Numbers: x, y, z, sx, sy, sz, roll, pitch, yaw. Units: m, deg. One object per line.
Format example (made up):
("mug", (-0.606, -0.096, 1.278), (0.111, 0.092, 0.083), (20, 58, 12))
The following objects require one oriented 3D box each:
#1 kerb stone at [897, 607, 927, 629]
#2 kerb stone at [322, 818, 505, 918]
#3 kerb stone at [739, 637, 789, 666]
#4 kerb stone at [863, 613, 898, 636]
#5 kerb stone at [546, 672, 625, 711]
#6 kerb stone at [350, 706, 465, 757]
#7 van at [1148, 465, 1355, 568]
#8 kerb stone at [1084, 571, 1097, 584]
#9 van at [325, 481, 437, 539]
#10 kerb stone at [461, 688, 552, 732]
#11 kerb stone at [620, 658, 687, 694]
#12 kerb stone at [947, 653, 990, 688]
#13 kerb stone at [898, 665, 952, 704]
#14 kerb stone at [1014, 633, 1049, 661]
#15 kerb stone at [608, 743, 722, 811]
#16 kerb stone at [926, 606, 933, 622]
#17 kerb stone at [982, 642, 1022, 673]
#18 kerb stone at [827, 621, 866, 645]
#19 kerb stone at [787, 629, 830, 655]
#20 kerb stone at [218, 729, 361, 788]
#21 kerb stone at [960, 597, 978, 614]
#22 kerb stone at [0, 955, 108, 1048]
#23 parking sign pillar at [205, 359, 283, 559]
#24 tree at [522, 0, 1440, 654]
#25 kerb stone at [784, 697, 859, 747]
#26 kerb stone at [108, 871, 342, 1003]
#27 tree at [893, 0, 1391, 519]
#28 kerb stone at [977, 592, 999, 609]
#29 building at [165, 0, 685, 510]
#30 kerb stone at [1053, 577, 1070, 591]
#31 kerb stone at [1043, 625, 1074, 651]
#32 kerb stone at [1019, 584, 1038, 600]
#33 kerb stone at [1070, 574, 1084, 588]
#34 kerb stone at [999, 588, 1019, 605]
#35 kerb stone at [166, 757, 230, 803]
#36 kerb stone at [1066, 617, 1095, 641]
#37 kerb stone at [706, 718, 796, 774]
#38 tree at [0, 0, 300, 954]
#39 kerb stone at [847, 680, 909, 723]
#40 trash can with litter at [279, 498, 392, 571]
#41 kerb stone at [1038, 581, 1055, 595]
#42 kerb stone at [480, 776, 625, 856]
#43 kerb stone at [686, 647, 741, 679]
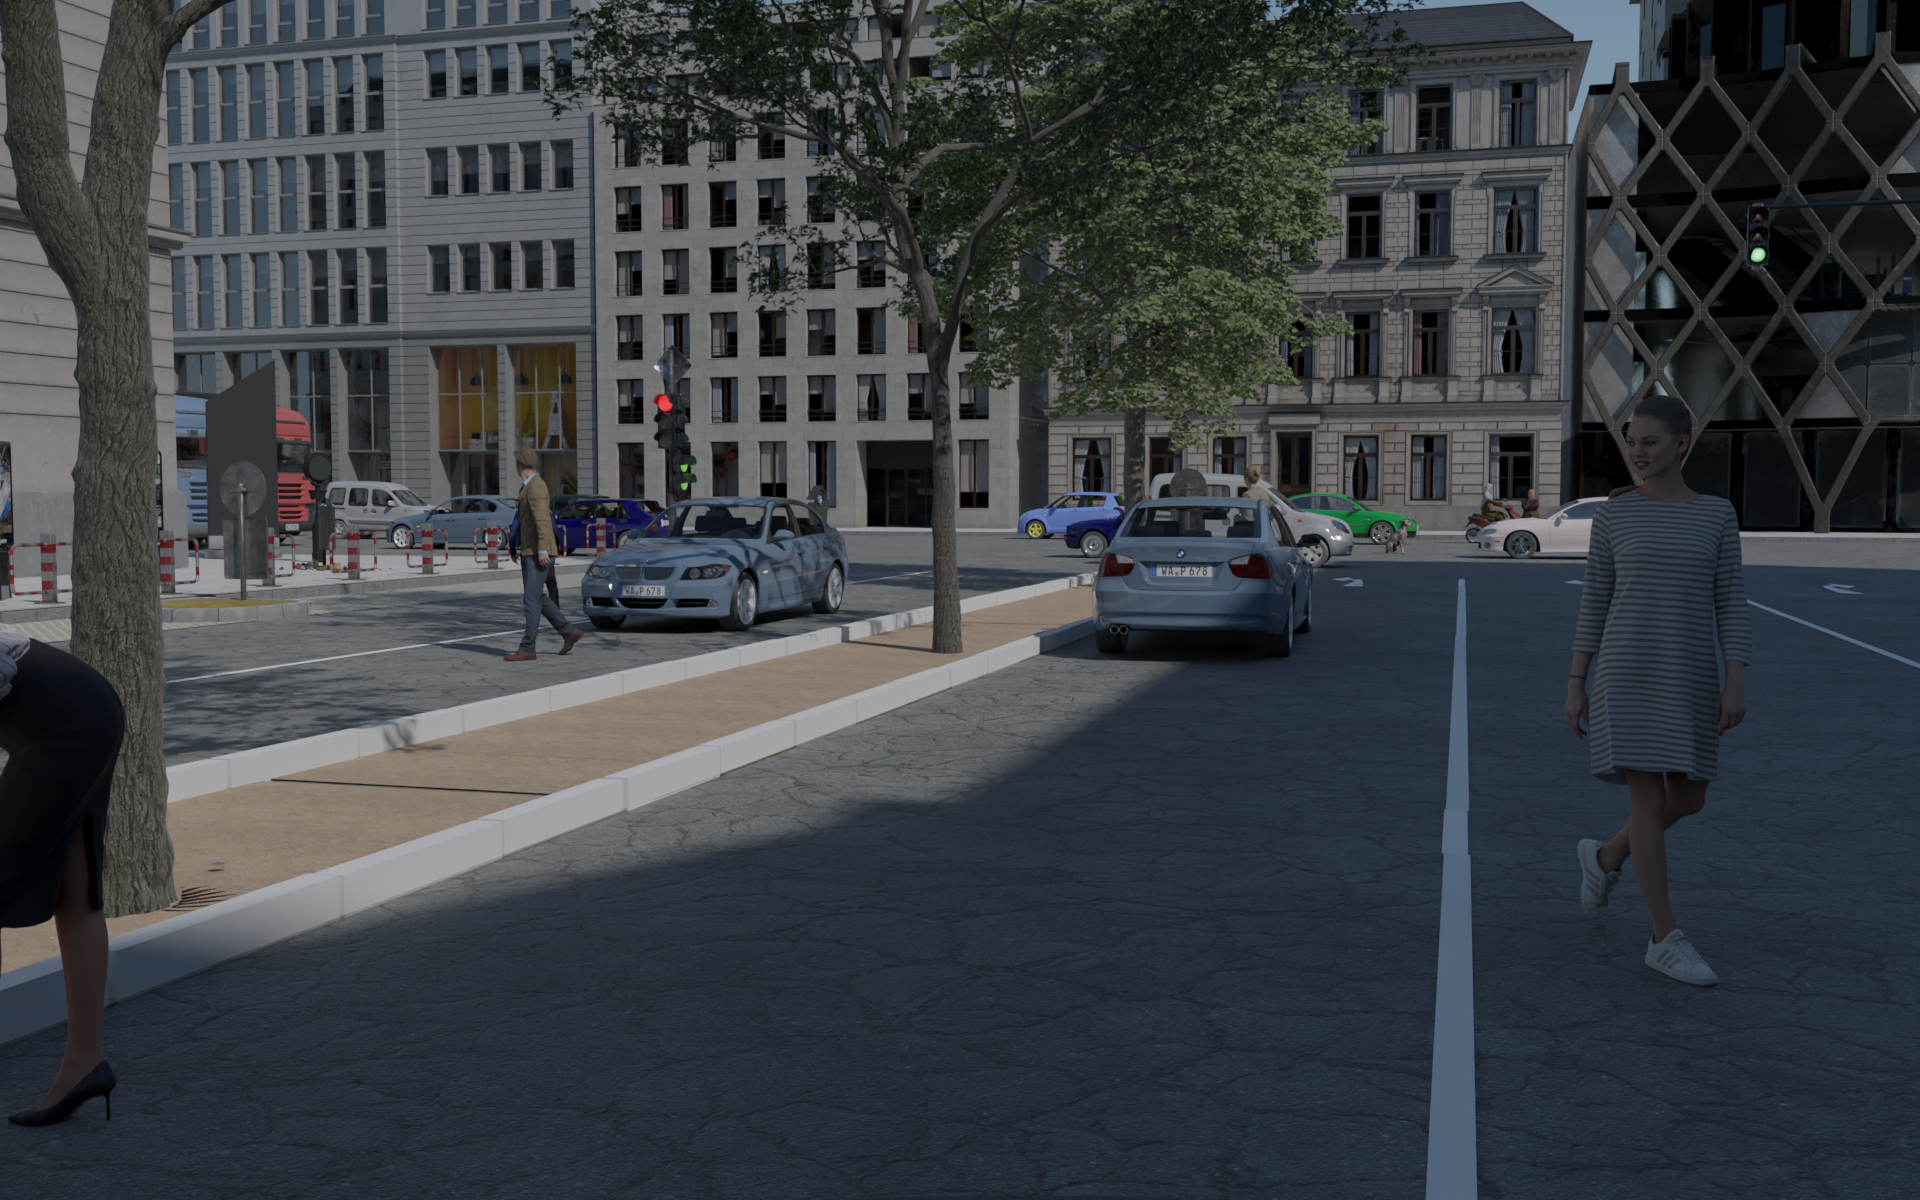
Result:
("kerb stone", (-0.587, 0.211, 18.744), (0.120, 0.150, 1.000), (1, 4, 16))
("kerb stone", (-1.999, 0.975, 6.349), (0.120, 0.150, 1.000), (1, 4, 16))
("kerb stone", (-1.729, 0.452, 14.803), (0.120, 0.150, 1.000), (1, 4, 16))
("kerb stone", (-0.870, 0.271, 17.758), (0.120, 0.150, 1.000), (1, 4, 16))
("kerb stone", (-2.594, 0.636, 11.835), (0.120, 0.150, 1.000), (1, 4, 16))
("kerb stone", (-3.165, 0.755, 9.865), (0.120, 0.150, 1.000), (1, 4, 16))
("van", (5.749, -1.677, 34.427), (4.112, 2.044, 2.013), (1, 4, 15))
("kerb stone", (1.992, -0.333, 27.638), (0.120, 0.150, 1.000), (1, 4, 16))
("van", (-18.137, -2.941, 55.100), (4.112, 2.044, 2.013), (1, 4, 14))
("kerb stone", (-2.879, 0.697, 10.850), (0.120, 0.150, 1.000), (1, 4, 16))
("kerb stone", (-2.309, 0.573, 12.821), (0.120, 0.150, 1.000), (1, 4, 16))
("kerb stone", (0.020, 0.550, 13.285), (0.120, 0.150, 1.000), (1, 4, 16))
("kerb stone", (-0.276, 0.606, 12.292), (0.120, 0.150, 1.000), (1, 4, 16))
("kerb stone", (0.586, 0.424, 15.257), (0.120, 0.150, 1.000), (1, 4, 16))
("kerb stone", (-1.416, 0.848, 8.327), (0.120, 0.150, 1.000), (1, 4, 16))
("kerb stone", (-0.296, 0.152, 19.732), (0.120, 0.150, 1.000), (1, 4, 16))
("kerb stone", (0.308, 0.485, 14.270), (0.120, 0.150, 1.000), (1, 4, 16))
("kerb stone", (-1.156, 0.336, 16.773), (0.120, 0.150, 1.000), (1, 4, 16))
("kerb stone", (-1.437, 0.399, 15.787), (0.120, 0.150, 1.000), (1, 4, 16))
("kerb stone", (-3.445, 0.815, 8.878), (0.120, 0.150, 1.000), (1, 4, 16))
("kerb stone", (-0.013, 0.096, 20.718), (0.120, 0.150, 1.000), (1, 4, 16))
("kerb stone", (-2.575, 1.091, 4.369), (0.120, 0.150, 1.000), (1, 4, 16))
("parking sign pillar", (-14.360, -2.822, 34.620), (1.447, 3.967, 1.447), (-2, 4, -27))
("tree", (0.007, -4.813, 15.569), (8.767, 10.594, 7.601), (1, 4, 16))
("kerb stone", (-0.843, 0.727, 10.312), (0.120, 0.150, 1.000), (1, 4, 16))
("kerb stone", (-2.285, 1.029, 5.364), (0.120, 0.150, 1.000), (1, 4, 16))
("tree", (2.624, -6.456, 26.142), (7.486, 12.596, 7.792), (0, 3, 0))
("kerb stone", (0.268, 0.032, 21.708), (0.120, 0.150, 1.000), (1, 4, 16))
("building", (-27.068, -18.332, 77.219), (29.804, 29.767, 11.434), (1, 4, 16))
("kerb stone", (1.423, -0.211, 25.653), (0.120, 0.150, 1.000), (1, 4, 16))
("kerb stone", (0.880, 0.367, 16.240), (0.120, 0.150, 1.000), (1, 4, 16))
("kerb stone", (0.850, -0.089, 23.675), (0.120, 0.150, 1.000), (1, 4, 16))
("kerb stone", (1.711, -0.272, 26.643), (0.120, 0.150, 1.000), (1, 4, 16))
("kerb stone", (0.565, -0.030, 22.690), (0.120, 0.150, 1.000), (1, 4, 16))
("kerb stone", (-3.733, 0.876, 7.890), (0.120, 0.150, 1.000), (1, 4, 16))
("kerb stone", (1.158, 0.304, 17.227), (0.120, 0.150, 1.000), (1, 4, 16))
("kerb stone", (-1.136, 0.787, 9.325), (0.120, 0.150, 1.000), (1, 4, 16))
("tree", (-2.852, -4.726, 5.483), (9.928, 11.665, 9.643), (0, 3, 0))
("kerb stone", (-0.559, 0.666, 11.299), (0.120, 0.150, 1.000), (1, 4, 16))
("trash can with litter", (-10.849, -1.142, 29.733), (1.678, 1.210, 2.233), (-2, 4, -34))
("kerb stone", (1.141, -0.143, 24.667), (0.120, 0.150, 1.000), (1, 4, 16))
("kerb stone", (-1.717, 0.913, 7.336), (0.120, 0.150, 1.000), (1, 4, 16))
("kerb stone", (-2.021, 0.518, 13.820), (0.120, 0.150, 1.000), (1, 4, 16))
